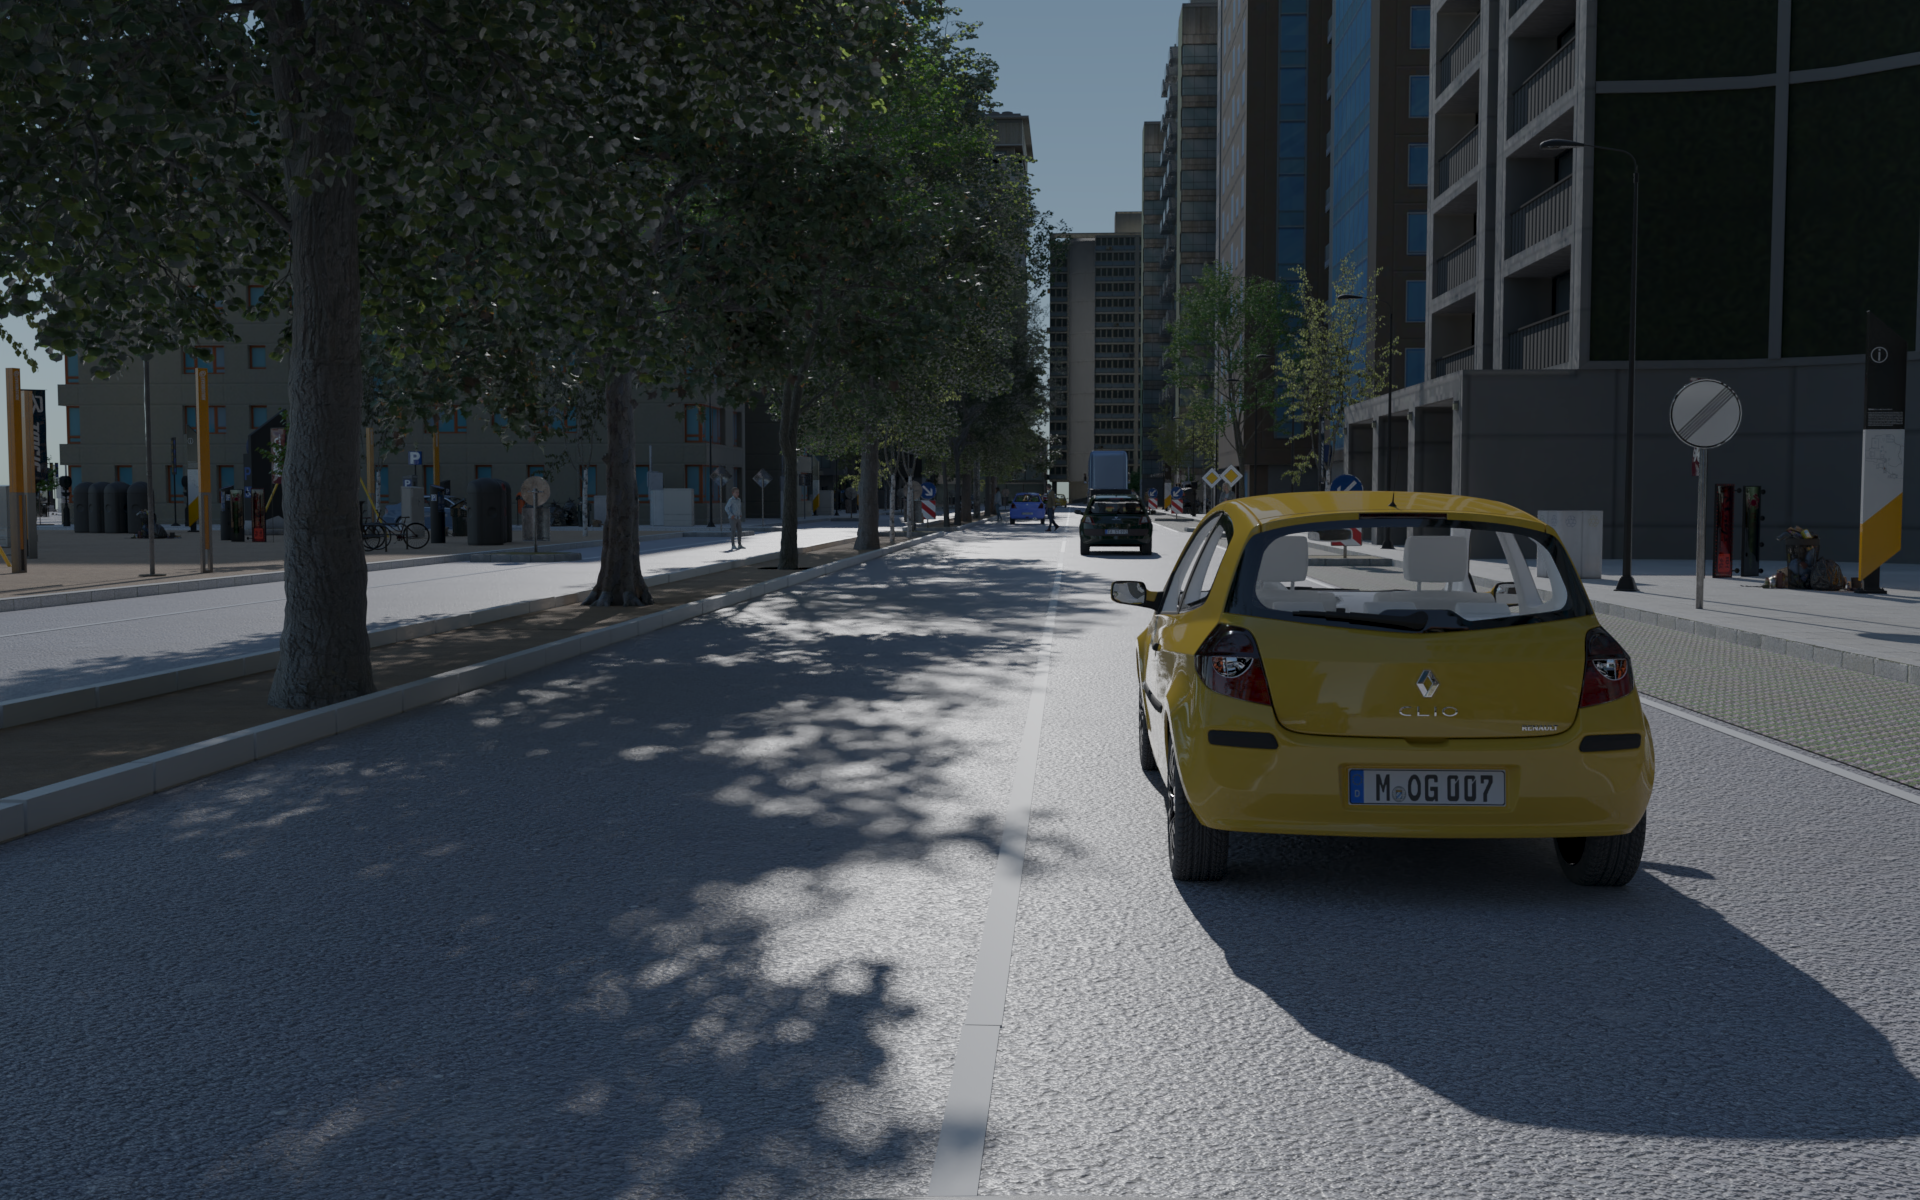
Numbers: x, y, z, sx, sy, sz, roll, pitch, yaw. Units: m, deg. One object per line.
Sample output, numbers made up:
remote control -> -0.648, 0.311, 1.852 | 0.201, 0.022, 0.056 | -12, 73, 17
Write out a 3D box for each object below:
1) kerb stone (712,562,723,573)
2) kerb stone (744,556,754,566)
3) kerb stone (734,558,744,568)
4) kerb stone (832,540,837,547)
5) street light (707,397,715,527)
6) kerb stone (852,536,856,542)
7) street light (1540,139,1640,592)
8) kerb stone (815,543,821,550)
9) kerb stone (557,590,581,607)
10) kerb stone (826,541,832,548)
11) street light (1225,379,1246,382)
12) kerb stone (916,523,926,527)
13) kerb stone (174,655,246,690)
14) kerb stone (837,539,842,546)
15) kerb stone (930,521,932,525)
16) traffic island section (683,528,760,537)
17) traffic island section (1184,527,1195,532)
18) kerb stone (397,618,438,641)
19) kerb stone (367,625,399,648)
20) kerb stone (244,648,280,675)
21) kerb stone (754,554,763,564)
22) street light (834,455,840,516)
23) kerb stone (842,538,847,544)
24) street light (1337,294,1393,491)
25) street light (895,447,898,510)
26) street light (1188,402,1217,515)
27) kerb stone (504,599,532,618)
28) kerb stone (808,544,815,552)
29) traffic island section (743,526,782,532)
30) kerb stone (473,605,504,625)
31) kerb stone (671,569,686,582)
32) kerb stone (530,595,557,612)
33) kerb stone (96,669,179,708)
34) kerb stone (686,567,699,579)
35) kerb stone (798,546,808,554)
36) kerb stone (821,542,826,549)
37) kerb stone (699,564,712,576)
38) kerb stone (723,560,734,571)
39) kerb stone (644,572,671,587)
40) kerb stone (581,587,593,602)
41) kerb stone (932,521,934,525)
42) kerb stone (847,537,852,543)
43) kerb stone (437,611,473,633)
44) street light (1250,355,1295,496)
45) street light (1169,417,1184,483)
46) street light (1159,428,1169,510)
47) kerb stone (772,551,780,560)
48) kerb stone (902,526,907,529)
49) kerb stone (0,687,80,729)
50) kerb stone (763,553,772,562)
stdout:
kerb stone -> -4.506, -0.567, 31.473 | 0.120, 0.150, 1.000 | 0, 4, 4
kerb stone -> -4.310, -0.751, 34.546 | 0.120, 0.150, 1.000 | 0, 4, 4
kerb stone -> -4.379, -0.689, 33.513 | 0.120, 0.150, 1.000 | 0, 4, 4
kerb stone -> -3.524, -1.503, 46.797 | 0.120, 0.150, 1.000 | 0, 4, 4
street light -> -9.111, -5.773, 66.936 | 1.470, 5.913, 1.316 | 0, 4, 4
kerb stone -> -3.250, -1.750, 50.890 | 0.120, 0.150, 1.000 | 0, 4, 4
street light -> 8.293, -3.075, 22.812 | 1.470, 5.913, 1.316 | 0, 4, 4
kerb stone -> -3.705, -1.317, 43.733 | 0.120, 0.150, 1.000 | 0, 4, 4
kerb stone -> -5.107, 0.005, 22.258 | 0.120, 0.150, 1.000 | 0, 4, 4
kerb stone -> -3.585, -1.441, 45.776 | 0.120, 0.150, 1.000 | 0, 4, 4
street light -> 11.380, -5.952, 69.849 | 1.470, 5.913, 1.316 | 0, 4, 4
kerb stone -> -1.688, -3.227, 74.962 | 0.120, 0.150, 1.000 | 0, 4, 4
kerb stone -> -5.700, 0.559, 13.063 | 0.120, 0.150, 1.000 | 0, 4, 4
kerb stone -> -3.448, -1.567, 47.819 | 0.120, 0.150, 1.000 | 0, 4, 4
kerb stone -> -1.490, -3.415, 78.025 | 0.120, 0.150, 1.000 | 0, 4, 4
traffic island section -> -8.172, -2.253, 59.117 | 2.009, 0.180, 2.903 | 0, 4, 4
traffic island section -> 9.600, -2.672, 65.965 | 2.009, 0.180, 2.903 | 0, 4, 4
kerb stone -> -5.440, 0.308, 17.157 | 0.120, 0.150, 1.000 | 0, 4, 4
kerb stone -> -5.506, 0.374, 16.138 | 0.120, 0.150, 1.000 | 0, 4, 4
kerb stone -> -5.639, 0.496, 14.092 | 0.120, 0.150, 1.000 | 0, 4, 4
kerb stone -> -4.241, -0.815, 35.565 | 0.120, 0.150, 1.000 | 0, 4, 4
street light -> -6.758, -7.938, 102.322 | 1.470, 5.913, 1.316 | 0, 4, 4
kerb stone -> -3.382, -1.627, 48.839 | 0.120, 0.150, 1.000 | 0, 4, 4
street light -> 9.476, -4.151, 40.413 | 1.470, 5.913, 1.316 | 0, 4, 4
street light -> -4.486, -10.072, 137.223 | 1.470, 5.913, 1.316 | 0, 4, 4
street light -> 12.364, -7.014, 87.217 | 1.470, 5.913, 1.316 | 0, 4, 4
kerb stone -> -5.246, 0.125, 20.217 | 0.120, 0.150, 1.000 | 0, 4, 4
kerb stone -> -3.781, -1.250, 42.714 | 0.120, 0.150, 1.000 | 0, 4, 4
traffic island section -> -7.655, -2.740, 67.086 | 2.009, 0.180, 2.903 | 0, 4, 4
kerb stone -> -5.306, 0.188, 19.197 | 0.120, 0.150, 1.000 | 0, 4, 4
kerb stone -> -4.705, -0.374, 28.397 | 0.120, 0.150, 1.000 | 0, 4, 4
kerb stone -> -5.177, 0.059, 21.238 | 0.120, 0.150, 1.000 | 0, 4, 4
kerb stone -> -5.761, 0.621, 12.040 | 0.120, 0.150, 1.000 | 0, 4, 4
kerb stone -> -4.645, -0.442, 29.419 | 0.120, 0.150, 1.000 | 0, 4, 4
kerb stone -> -3.849, -1.190, 41.694 | 0.120, 0.150, 1.000 | 0, 4, 4
kerb stone -> -3.649, -1.378, 44.753 | 0.120, 0.150, 1.000 | 0, 4, 4
kerb stone -> -4.578, -0.505, 30.450 | 0.120, 0.150, 1.000 | 0, 4, 4
kerb stone -> -4.442, -0.627, 32.493 | 0.120, 0.150, 1.000 | 0, 4, 4
kerb stone -> -4.788, -0.317, 27.378 | 0.120, 0.150, 1.000 | 0, 4, 4
kerb stone -> -5.041, -0.063, 23.290 | 0.120, 0.150, 1.000 | 0, 4, 4
kerb stone -> -1.420, -3.477, 79.051 | 0.120, 0.150, 1.000 | 0, 4, 4
kerb stone -> -3.316, -1.691, 49.859 | 0.120, 0.150, 1.000 | 0, 4, 4
kerb stone -> -5.370, 0.247, 18.177 | 0.120, 0.150, 1.000 | 0, 4, 4
street light -> 10.557, -5.213, 57.775 | 1.470, 5.913, 1.316 | 0, 4, 4
street light -> 13.541, -8.075, 104.573 | 1.470, 5.913, 1.316 | 0, 4, 4
street light -> 14.665, -9.137, 121.932 | 1.470, 5.913, 1.316 | 0, 4, 4
kerb stone -> -4.109, -0.941, 37.605 | 0.120, 0.150, 1.000 | 0, 4, 4
kerb stone -> -2.091, -2.851, 68.814 | 0.120, 0.150, 1.000 | 0, 4, 4
kerb stone -> -5.840, 0.683, 11.021 | 0.120, 0.150, 1.000 | 0, 4, 4
kerb stone -> -4.174, -0.880, 36.585 | 0.120, 0.150, 1.000 | 0, 4, 4
